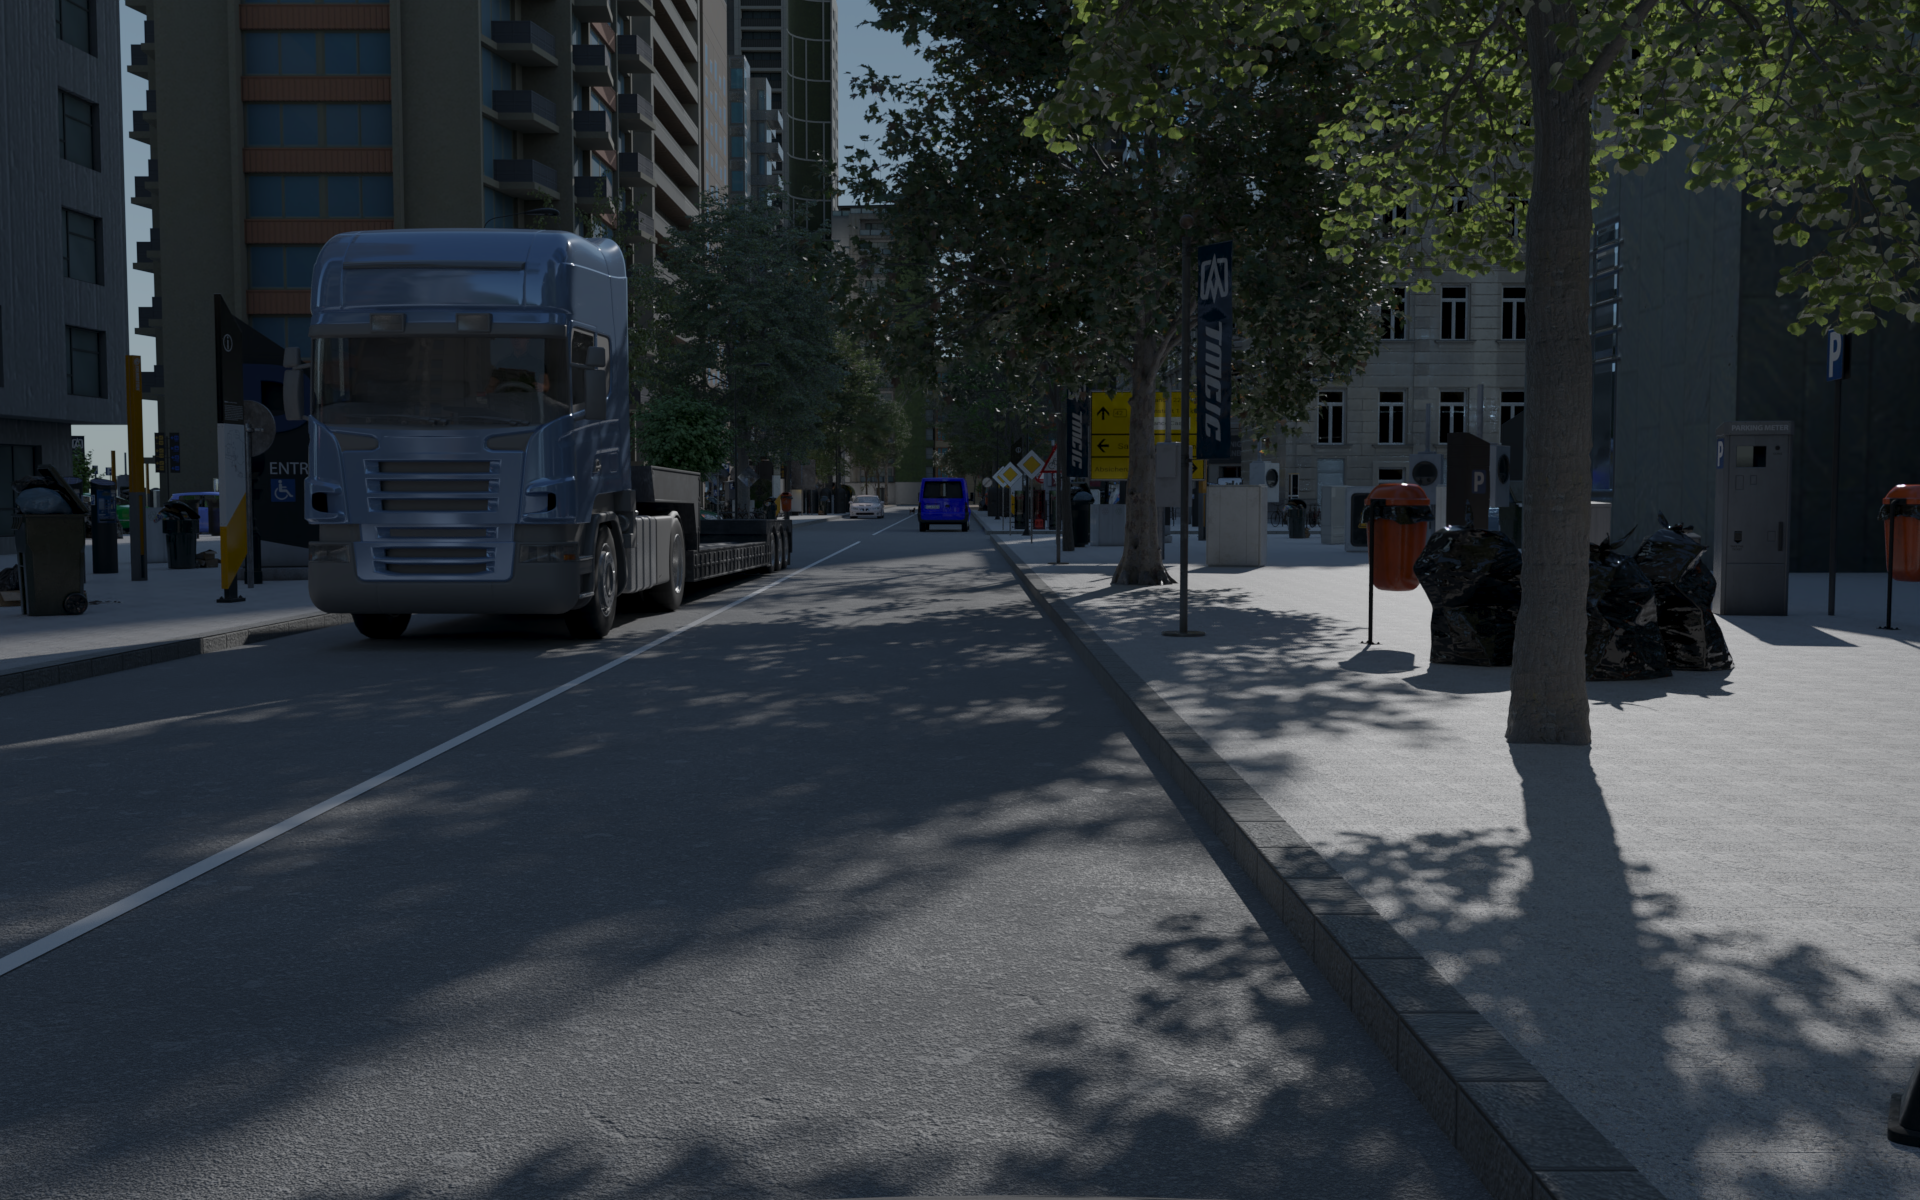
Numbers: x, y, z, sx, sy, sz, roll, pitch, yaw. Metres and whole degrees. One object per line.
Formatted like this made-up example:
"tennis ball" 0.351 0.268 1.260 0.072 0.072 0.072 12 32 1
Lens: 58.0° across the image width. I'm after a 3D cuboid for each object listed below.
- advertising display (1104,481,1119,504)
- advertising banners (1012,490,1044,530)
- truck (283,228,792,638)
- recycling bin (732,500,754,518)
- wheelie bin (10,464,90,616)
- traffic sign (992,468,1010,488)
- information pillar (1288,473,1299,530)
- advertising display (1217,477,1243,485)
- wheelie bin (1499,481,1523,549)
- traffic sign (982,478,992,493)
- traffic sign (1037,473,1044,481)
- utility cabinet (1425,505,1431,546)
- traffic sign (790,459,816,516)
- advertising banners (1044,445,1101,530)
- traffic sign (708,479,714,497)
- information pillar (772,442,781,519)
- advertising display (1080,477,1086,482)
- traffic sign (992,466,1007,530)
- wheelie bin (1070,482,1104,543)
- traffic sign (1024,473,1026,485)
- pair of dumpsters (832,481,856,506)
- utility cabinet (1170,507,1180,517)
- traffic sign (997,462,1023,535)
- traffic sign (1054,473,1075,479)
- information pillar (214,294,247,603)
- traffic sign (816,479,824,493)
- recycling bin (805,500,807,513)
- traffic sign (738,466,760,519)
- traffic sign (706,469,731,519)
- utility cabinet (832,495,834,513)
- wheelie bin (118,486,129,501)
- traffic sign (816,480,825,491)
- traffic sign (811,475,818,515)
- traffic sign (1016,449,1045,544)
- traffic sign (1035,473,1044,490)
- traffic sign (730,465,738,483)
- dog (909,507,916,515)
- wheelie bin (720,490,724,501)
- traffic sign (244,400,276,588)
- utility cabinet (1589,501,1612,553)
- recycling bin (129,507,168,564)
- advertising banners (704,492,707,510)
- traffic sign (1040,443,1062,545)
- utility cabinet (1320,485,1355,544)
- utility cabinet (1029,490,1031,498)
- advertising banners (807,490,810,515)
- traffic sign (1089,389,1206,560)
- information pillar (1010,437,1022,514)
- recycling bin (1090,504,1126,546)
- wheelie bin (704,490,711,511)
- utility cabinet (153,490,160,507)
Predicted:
"advertising display" 4.196 -2.597 47.682 0.123 1.923 0.974 2 4 25
"advertising banners" 2.828 -4.052 62.437 2.074 3.025 0.090 2 4 27
"truck" -4.594 -2.103 24.137 2.967 4.110 18.799 0 4 1
"recycling bin" -9.036 -3.651 72.251 0.722 1.027 0.722 -2 4 -31
"wheelie bin" -9.668 -0.641 18.385 0.693 1.594 0.980 -3 4 -38
"traffic sign" 3.603 -8.496 132.780 2.265 3.308 0.079 1 4 9
"information pillar" 11.896 -3.504 61.788 0.304 2.012 0.304 -1 4 -10
"advertising display" 10.219 -3.691 65.566 0.974 1.923 0.123 1 4 19
"wheelie bin" 13.084 -2.013 40.813 0.980 1.594 0.693 -2 4 -23
"traffic sign" 2.089 -8.131 133.050 0.768 2.556 0.104 0 4 3
"traffic sign" 3.475 -4.185 68.435 0.884 2.594 0.081 0 4 7
"utility cabinet" 10.953 -1.810 40.754 1.020 1.237 0.306 3 5 43
"traffic sign" -9.599 -6.588 101.588 2.265 3.308 0.079 0 4 5
"advertising banners" 4.110 -4.004 61.655 2.074 3.025 0.090 0 4 -7
"traffic sign" -10.973 -4.693 76.836 0.768 2.556 0.104 0 4 6
"information pillar" -8.204 -5.255 77.274 0.183 3.616 0.504 2 4 34
"advertising display" 4.773 -3.807 67.461 0.123 1.923 0.974 0 4 -2
"traffic sign" 1.533 -3.545 61.606 0.795 2.450 0.064 0 4 0
"wheelie bin" 3.125 -2.313 45.725 0.693 1.594 0.980 -3 5 -44
"traffic sign" 2.989 -4.911 82.429 0.606 2.300 0.079 0 4 5
"pair of dumpsters" -8.518 -7.591 126.602 1.574 2.255 4.437 0 3 0
"utility cabinet" 11.851 -5.252 97.026 1.020 1.237 0.306 0 4 1
"traffic sign" 1.554 -3.057 53.620 0.795 2.450 0.064 0 4 0
"traffic sign" 2.982 -2.897 49.494 0.606 2.300 0.079 0 4 1
"information pillar" -8.647 -1.785 20.539 0.183 3.616 0.504 0 4 5
"traffic sign" -10.218 -7.590 125.278 0.795 2.450 0.064 0 4 3
"recycling bin" -11.088 -6.687 121.881 0.722 1.027 0.722 -3 4 -37
"traffic sign" -7.511 -3.545 61.603 0.795 2.450 0.064 0 4 0
"traffic sign" -7.490 -3.057 53.618 0.795 2.450 0.064 0 4 0
"utility cabinet" -8.517 -6.478 117.072 0.306 1.237 1.020 2 4 29
"wheelie bin" -32.818 -3.706 68.500 0.980 1.594 0.693 -1 4 -20
"traffic sign" -10.203 -7.620 126.716 0.606 2.300 0.079 0 4 1
"traffic sign" -9.215 -6.578 107.650 0.768 2.556 0.104 0 4 4
"traffic sign" 1.853 -2.668 44.802 0.795 2.450 0.064 0 4 0
"traffic sign" 3.952 -5.099 83.481 0.768 2.556 0.104 0 4 4
"traffic sign" -9.804 -4.681 76.646 0.768 2.556 0.104 0 4 8
"dog" -3.314 -6.161 120.016 0.406 0.507 0.540 1 4 9
"wheelie bin" -18.129 -7.635 132.741 0.980 1.594 0.693 1 4 17
"traffic sign" -9.670 -1.433 23.538 0.768 2.556 0.104 0 4 4
"utility cabinet" 5.794 -0.312 16.271 0.306 1.237 1.020 3 5 40
"recycling bin" -15.033 -1.213 32.391 0.722 1.027 0.722 3 5 45
"advertising banners" -19.503 -8.424 133.919 2.074 3.025 0.090 -1 4 -15
"traffic sign" 2.466 -2.688 43.961 0.884 2.594 0.081 0 4 0
"utility cabinet" 9.704 -2.180 44.329 0.318 1.500 1.173 3 5 44
"utility cabinet" 4.144 -5.779 103.168 1.173 1.500 0.318 2 4 31
"advertising banners" -9.528 -6.908 109.129 0.090 3.025 2.074 0 3 0
"traffic sign" 3.655 -2.442 33.804 2.265 3.308 0.079 0 4 5
"information pillar" 2.293 -4.823 70.216 0.504 3.616 0.183 0 4 1
"recycling bin" 3.657 -1.851 42.814 0.722 1.027 0.722 -1 4 -13
"wheelie bin" -17.895 -7.068 123.476 0.693 1.594 0.980 -1 4 -13
"utility cabinet" -45.374 -5.513 98.810 0.318 1.500 1.173 2 4 31
